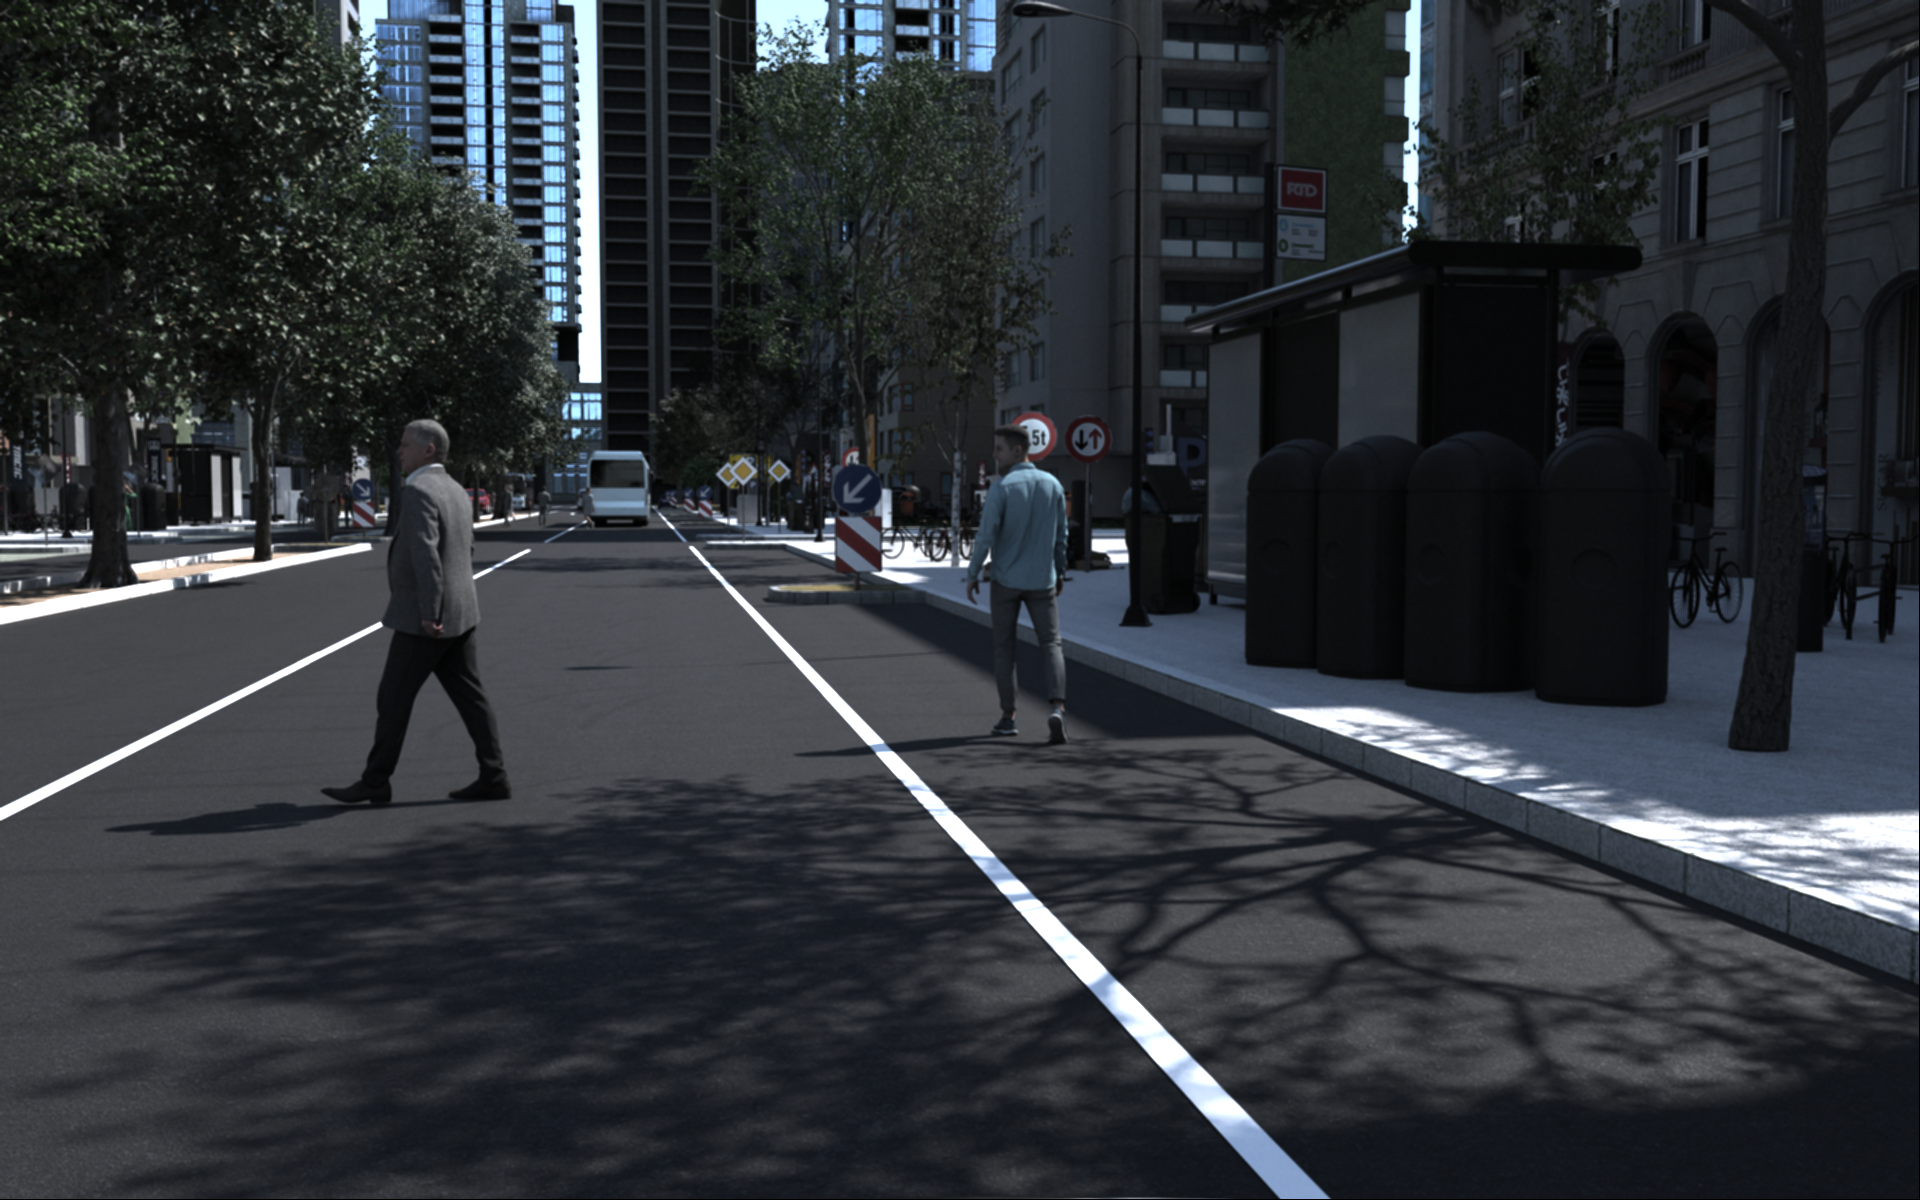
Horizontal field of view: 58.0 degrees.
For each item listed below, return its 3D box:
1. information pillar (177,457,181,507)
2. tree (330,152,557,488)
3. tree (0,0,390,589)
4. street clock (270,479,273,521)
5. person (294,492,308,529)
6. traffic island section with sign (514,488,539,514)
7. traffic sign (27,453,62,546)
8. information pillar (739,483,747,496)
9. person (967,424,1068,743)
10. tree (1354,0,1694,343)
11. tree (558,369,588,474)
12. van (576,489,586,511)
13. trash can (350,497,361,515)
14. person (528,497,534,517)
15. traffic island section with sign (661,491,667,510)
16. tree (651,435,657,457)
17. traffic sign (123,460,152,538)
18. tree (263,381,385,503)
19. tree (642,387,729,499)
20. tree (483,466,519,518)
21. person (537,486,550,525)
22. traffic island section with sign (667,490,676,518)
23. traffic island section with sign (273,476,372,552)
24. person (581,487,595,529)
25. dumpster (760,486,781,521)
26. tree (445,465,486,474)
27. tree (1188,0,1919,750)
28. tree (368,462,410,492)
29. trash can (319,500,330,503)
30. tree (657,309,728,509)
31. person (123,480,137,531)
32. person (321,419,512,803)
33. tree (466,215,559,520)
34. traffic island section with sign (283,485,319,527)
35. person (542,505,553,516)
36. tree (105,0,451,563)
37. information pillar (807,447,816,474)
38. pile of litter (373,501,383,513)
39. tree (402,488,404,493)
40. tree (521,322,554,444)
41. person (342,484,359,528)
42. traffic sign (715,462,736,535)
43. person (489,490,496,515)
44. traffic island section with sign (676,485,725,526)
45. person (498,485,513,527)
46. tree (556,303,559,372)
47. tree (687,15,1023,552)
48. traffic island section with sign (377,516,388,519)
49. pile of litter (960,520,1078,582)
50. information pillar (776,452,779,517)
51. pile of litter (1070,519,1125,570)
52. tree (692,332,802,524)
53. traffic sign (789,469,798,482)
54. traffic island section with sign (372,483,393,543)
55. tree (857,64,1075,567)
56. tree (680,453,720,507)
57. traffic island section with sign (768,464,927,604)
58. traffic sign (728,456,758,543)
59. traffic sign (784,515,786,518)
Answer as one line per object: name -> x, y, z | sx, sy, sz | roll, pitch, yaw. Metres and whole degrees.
information pillar -> -40.549, -6.058, 90.410 | 0.504, 3.616, 0.183 | -2, 4, -29
tree -> -20.229, -9.554, 65.314 | 9.857, 13.997, 8.962 | 0, 3, 0
tree -> -13.051, -6.535, 26.320 | 9.611, 12.733, 9.660 | 0, 3, 0
street clock -> -32.627, -4.721, 81.756 | 0.358, 2.002, 0.471 | -3, 5, -40
person -> -27.118, -3.681, 71.281 | 0.523, 1.515, 0.503 | 2, 4, 26
traffic island section with sign -> -31.224, -7.167, 125.323 | 2.006, 1.907, 1.989 | -1, 4, -10
traffic sign -> -22.540, -2.388, 42.687 | 0.795, 2.450, 0.064 | -1, 4, -10
information pillar -> -10.164, -4.692, 81.211 | 0.304, 2.012, 0.304 | 3, 5, 44
person -> 0.361, -0.108, 10.132 | 0.638, 1.841, 0.748 | -1, 4, -12
tree -> 7.924, -4.497, 23.893 | 4.737, 8.622, 4.395 | 0, 3, 0
tree -> -25.383, -10.739, 95.050 | 9.611, 12.733, 9.660 | 0, 3, 0
van -> -32.392, -8.783, 150.617 | 2.013, 2.044, 4.112 | -1, 4, -9
trash can -> -36.164, -5.624, 103.613 | 0.748, 1.137, 0.748 | 0, 3, 0
person -> -26.415, -5.713, 106.575 | 0.373, 1.253, 0.362 | 0, 4, -4
traffic island section with sign -> -25.692, -8.914, 154.375 | 1.989, 1.847, 2.006 | -1, 4, -10
tree -> -16.174, -11.292, 119.043 | 8.767, 10.594, 7.601 | 1, 4, 9
traffic sign -> -23.987, -2.868, 50.540 | 0.795, 2.450, 0.064 | -1, 4, -10
tree -> -34.675, -9.835, 95.217 | 7.601, 10.594, 8.767 | 0, 4, -1
tree -> -31.258, -17.895, 199.243 | 9.857, 13.997, 8.962 | 0, 3, 0
tree -> -28.181, -9.496, 108.086 | 4.360, 8.622, 3.978 | 0, 3, 0
person -> -19.281, -4.375, 80.223 | 0.606, 1.804, 0.583 | -1, 4, -14
traffic island section with sign -> -16.490, -5.857, 104.391 | 1.989, 1.847, 2.006 | -1, 4, -10
traffic island section with sign -> -16.271, -2.202, 44.138 | 2.006, 1.907, 1.989 | -1, 4, -10
person -> -15.185, -3.769, 70.876 | 0.760, 1.731, 0.466 | 3, 4, 37
dumpster -> -9.035, -4.654, 81.845 | 1.264, 1.857, 1.865 | -1, 4, -10
tree -> -47.714, -14.125, 165.351 | 8.767, 10.594, 7.601 | 0, 4, -1
tree -> 4.339, -4.517, 8.264 | 7.601, 10.594, 8.767 | 1, 4, 21
tree -> -40.704, -8.609, 124.474 | 4.285, 4.588, 4.351 | 0, 3, 0
trash can -> -36.071, -5.296, 98.249 | 0.748, 1.137, 0.748 | 0, 3, 0
tree -> -6.135, -7.846, 62.690 | 8.767, 10.594, 7.601 | -1, 4, -14
person -> -19.641, -1.944, 40.538 | 0.600, 1.795, 0.529 | 0, 4, -4
person -> -2.527, 0.052, 8.050 | 0.834, 1.777, 0.661 | 0, 4, -5
tree -> -18.232, -8.327, 55.617 | 9.611, 12.733, 9.660 | 0, 3, 0
traffic island section with sign -> -28.256, -4.081, 75.348 | 1.989, 1.847, 2.006 | -1, 4, -10
person -> -27.336, -6.161, 114.727 | 0.738, 1.151, 1.012 | 1, 4, 20
tree -> -14.577, -6.598, 36.089 | 9.928, 11.665, 9.643 | 0, 3, 0
information pillar -> -7.471, -5.841, 86.855 | 0.504, 3.616, 0.183 | 2, 4, 25
pile of litter -> -39.934, -6.325, 117.371 | 1.719, 0.858, 1.176 | -2, 4, -33
tree -> -42.616, -8.491, 133.427 | 1.663, 3.219, 1.824 | 0, 3, 0
tree -> -23.855, -9.611, 85.347 | 9.928, 11.665, 9.643 | 0, 3, 0
person -> -25.398, -3.904, 72.132 | 0.655, 1.846, 0.447 | -2, 4, -27
traffic sign -> -7.171, -3.056, 53.606 | 0.795, 2.450, 0.064 | -1, 4, -10
person -> -31.150, -6.513, 115.322 | 0.374, 1.781, 0.599 | -3, 5, -44
traffic island section with sign -> -11.601, -4.236, 77.882 | 1.989, 1.847, 2.006 | -1, 4, -10
person -> -19.565, -4.034, 74.551 | 0.694, 1.812, 0.767 | 2, 4, 31
tree -> -21.886, -10.153, 75.115 | 9.857, 13.997, 8.962 | 0, 3, 0
tree -> -2.223, -6.884, 38.312 | 9.928, 11.665, 9.643 | 0, 3, 0
traffic island section with sign -> -33.123, -5.702, 101.861 | 1.989, 1.847, 2.006 | -1, 4, -10
pile of litter -> 0.820, -0.707, 25.525 | 1.719, 0.858, 1.176 | 0, 4, 2
information pillar -> -10.074, -6.368, 95.479 | 0.183, 3.616, 0.504 | -1, 4, -17
pile of litter -> 2.057, -0.948, 29.464 | 1.719, 0.858, 1.176 | -1, 4, -18
tree -> -8.284, -7.500, 72.985 | 4.360, 8.622, 3.978 | 0, 3, 0
traffic sign -> -8.570, -5.350, 87.580 | 0.768, 2.556, 0.104 | -1, 4, -10
traffic island section with sign -> -17.604, -2.648, 51.424 | 2.006, 1.907, 1.989 | -1, 4, -10
tree -> -0.049, -4.907, 30.597 | 4.360, 8.622, 3.978 | 0, 3, 0
tree -> -20.622, -9.487, 138.833 | 4.285, 4.588, 4.351 | 0, 3, 0
traffic island section with sign -> -1.589, -0.911, 23.517 | 1.989, 1.847, 2.006 | -1, 4, -10
traffic sign -> -5.724, -2.576, 45.752 | 0.795, 2.450, 0.064 | -1, 4, -10
traffic sign -> -9.564, -5.653, 94.562 | 0.606, 2.300, 0.079 | -1, 4, -9
